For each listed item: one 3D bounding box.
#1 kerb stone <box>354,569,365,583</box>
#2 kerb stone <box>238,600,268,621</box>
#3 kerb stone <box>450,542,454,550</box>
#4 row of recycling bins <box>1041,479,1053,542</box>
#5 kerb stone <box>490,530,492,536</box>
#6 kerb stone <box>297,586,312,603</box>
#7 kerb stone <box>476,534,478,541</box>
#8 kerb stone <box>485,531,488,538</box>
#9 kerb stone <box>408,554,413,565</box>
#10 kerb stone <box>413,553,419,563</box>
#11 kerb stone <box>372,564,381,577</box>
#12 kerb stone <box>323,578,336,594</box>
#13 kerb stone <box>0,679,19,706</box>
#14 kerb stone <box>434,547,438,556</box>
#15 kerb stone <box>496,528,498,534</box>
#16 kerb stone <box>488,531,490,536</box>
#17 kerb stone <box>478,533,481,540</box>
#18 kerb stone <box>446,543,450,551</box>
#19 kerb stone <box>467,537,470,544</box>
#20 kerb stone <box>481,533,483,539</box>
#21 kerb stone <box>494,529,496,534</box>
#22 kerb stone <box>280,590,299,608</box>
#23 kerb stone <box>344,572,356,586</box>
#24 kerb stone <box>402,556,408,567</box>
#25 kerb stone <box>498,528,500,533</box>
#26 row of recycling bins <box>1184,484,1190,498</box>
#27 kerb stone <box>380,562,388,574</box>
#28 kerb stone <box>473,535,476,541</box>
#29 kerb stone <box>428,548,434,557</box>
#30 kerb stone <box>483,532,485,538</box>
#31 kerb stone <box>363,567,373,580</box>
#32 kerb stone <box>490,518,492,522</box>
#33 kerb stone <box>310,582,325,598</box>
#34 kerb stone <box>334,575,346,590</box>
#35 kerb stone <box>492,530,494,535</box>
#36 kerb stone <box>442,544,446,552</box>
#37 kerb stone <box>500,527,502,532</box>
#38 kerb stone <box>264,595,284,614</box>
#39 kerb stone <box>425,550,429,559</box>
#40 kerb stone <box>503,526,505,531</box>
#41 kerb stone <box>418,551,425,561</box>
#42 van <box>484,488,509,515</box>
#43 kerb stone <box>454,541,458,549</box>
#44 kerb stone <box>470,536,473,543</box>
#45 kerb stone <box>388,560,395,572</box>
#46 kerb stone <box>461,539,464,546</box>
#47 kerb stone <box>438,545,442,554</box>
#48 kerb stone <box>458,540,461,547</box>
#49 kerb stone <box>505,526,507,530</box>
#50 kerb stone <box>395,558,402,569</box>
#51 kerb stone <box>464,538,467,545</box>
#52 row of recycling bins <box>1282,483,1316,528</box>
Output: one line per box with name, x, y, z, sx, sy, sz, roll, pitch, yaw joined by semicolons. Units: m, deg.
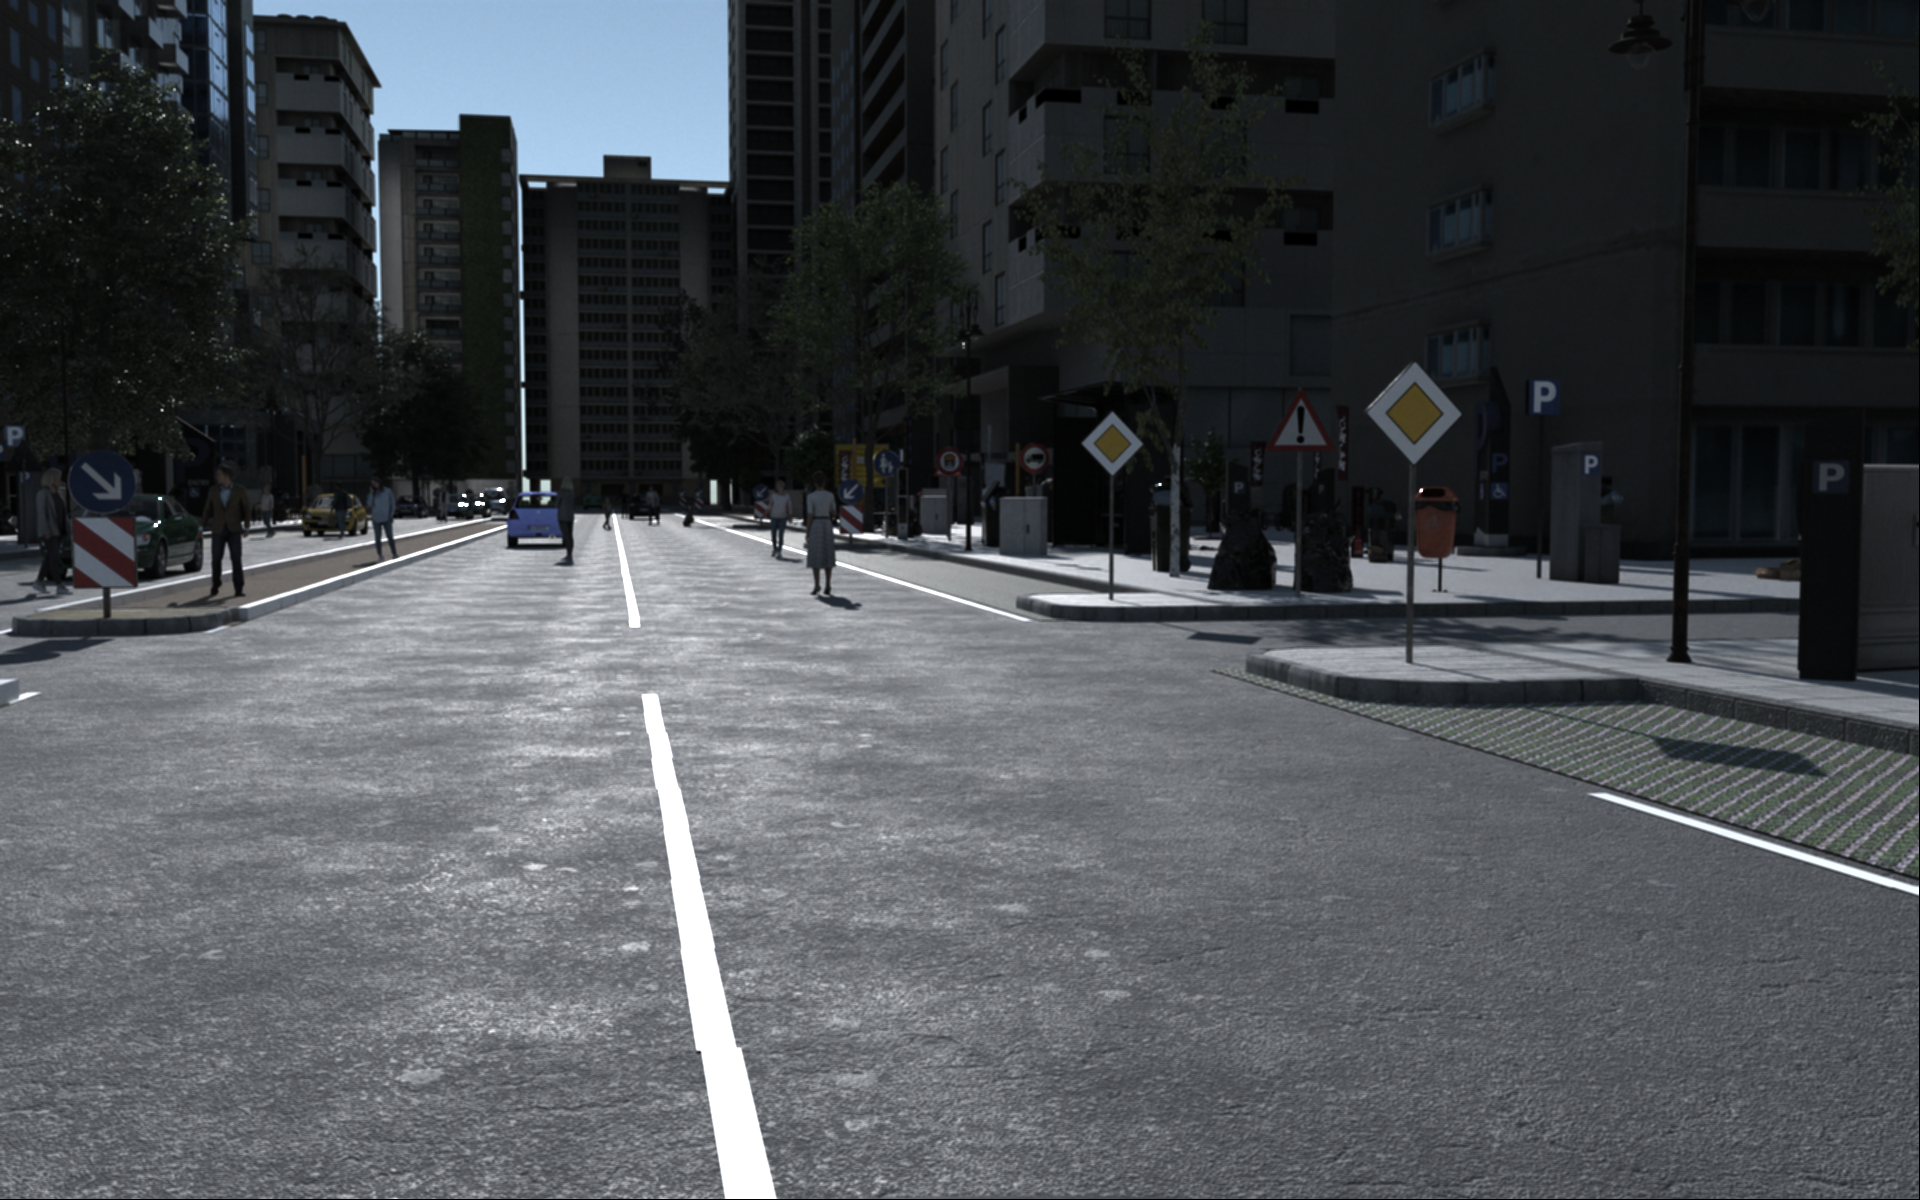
kerb stone;-9.823;-0.361;28.090;0.120;0.150;1.000;-1;4;-11
kerb stone;-8.206;0.131;20.053;0.120;0.150;1.000;-1;4;-11
kerb stone;-13.086;-1.345;44.190;0.120;0.150;1.000;-1;4;-11
row of recycling bins;3.731;-2.370;45.862;3.534;1.692;1.069;1;4;22
kerb stone;-15.930;-2.208;58.293;0.120;0.150;1.000;-1;4;-11
kerb stone;-8.810;-0.050;23.070;0.120;0.150;1.000;-1;4;-11
kerb stone;-14.719;-1.837;52.249;0.120;0.150;1.000;-1;4;-11
kerb stone;-15.526;-2.084;56.269;0.120;0.150;1.000;-1;4;-11
kerb stone;-11.265;-0.790;35.154;0.120;0.150;1.000;-1;4;-11
kerb stone;-11.456;-0.854;36.159;0.120;0.150;1.000;-1;4;-11
kerb stone;-10.234;-0.484;30.114;0.120;0.150;1.000;-1;4;-11
kerb stone;-9.212;-0.176;25.076;0.120;0.150;1.000;-1;4;-11
kerb stone;-6.490;0.653;11.519;0.120;0.150;1.000;-1;4;-11
kerb stone;-12.268;-1.099;40.167;0.120;0.150;1.000;-1;4;-11
kerb stone;-16.548;-2.393;61.320;0.120;0.150;1.000;-1;4;-11
kerb stone;-15.724;-2.146;57.289;0.120;0.150;1.000;-1;4;-11
kerb stone;-14.912;-1.900;53.257;0.120;0.150;1.000;-1;4;-11
kerb stone;-12.883;-1.283;43.172;0.120;0.150;1.000;-1;4;-11
kerb stone;-14.099;-1.653;49.233;0.120;0.150;1.000;-1;4;-11
kerb stone;-15.114;-1.961;54.260;0.120;0.150;1.000;-1;4;-11
kerb stone;-16.336;-2.329;60.309;0.120;0.150;1.000;-1;4;-11
kerb stone;-8.610;0.008;22.064;0.120;0.150;1.000;-1;4;-11
kerb stone;-9.628;-0.299;27.086;0.120;0.150;1.000;-1;4;-11
kerb stone;-11.049;-0.726;34.136;0.120;0.150;1.000;-1;4;-11
kerb stone;-16.742;-2.452;62.324;0.120;0.150;1.000;-1;4;-11
row of recycling bins;6.332;-2.930;55.023;1.069;1.692;3.534;2;4;29
kerb stone;-10.443;-0.546;31.118;0.120;0.150;1.000;-1;4;-11
kerb stone;-14.510;-1.776;51.243;0.120;0.150;1.000;-1;4;-11
kerb stone;-12.060;-1.038;39.166;0.120;0.150;1.000;-1;4;-11
kerb stone;-15.325;-2.019;55.261;0.120;0.150;1.000;-1;4;-11
kerb stone;-10.031;-0.422;29.103;0.120;0.150;1.000;-1;4;-11
kerb stone;-24.284;-4.085;88.993;0.120;0.150;1.000;-1;4;-11
kerb stone;-9.012;-0.115;24.072;0.120;0.150;1.000;-1;4;-11
kerb stone;-9.429;-0.237;26.075;0.120;0.150;1.000;-1;4;-11
kerb stone;-16.139;-2.269;59.296;0.120;0.150;1.000;-1;4;-11
kerb stone;-12.679;-1.222;42.170;0.120;0.150;1.000;-1;4;-11
kerb stone;-16.948;-2.516;63.325;0.120;0.150;1.000;-1;4;-11
kerb stone;-8.410;0.071;21.055;0.120;0.150;1.000;-1;4;-11
kerb stone;-11.867;-0.977;38.162;0.120;0.150;1.000;-1;4;-11
kerb stone;-17.353;-2.639;65.335;0.120;0.150;1.000;-1;4;-11
kerb stone;-11.659;-0.915;37.161;0.120;0.150;1.000;-1;4;-11
van;-32.105;-6.875;119.425;2.013;2.044;4.112;-1;4;-13
kerb stone;-13.287;-1.402;45.208;0.120;0.150;1.000;-1;4;-11
kerb stone;-14.300;-1.715;50.235;0.120;0.150;1.000;-1;4;-11
kerb stone;-10.645;-0.607;32.126;0.120;0.150;1.000;-1;4;-11
kerb stone;-13.688;-1.530;47.215;0.120;0.150;1.000;-1;4;-11
kerb stone;-12.476;-1.159;41.168;0.120;0.150;1.000;-1;4;-11
kerb stone;-13.495;-1.468;46.208;0.120;0.150;1.000;-1;4;-11
kerb stone;-17.551;-2.700;66.338;0.120;0.150;1.000;-1;4;-11
kerb stone;-10.848;-0.669;33.132;0.120;0.150;1.000;-1;4;-11
kerb stone;-13.894;-1.588;48.217;0.120;0.150;1.000;-1;4;-11
row of recycling bins;14.069;-3.605;66.056;3.534;1.692;1.069;0;4;-6
